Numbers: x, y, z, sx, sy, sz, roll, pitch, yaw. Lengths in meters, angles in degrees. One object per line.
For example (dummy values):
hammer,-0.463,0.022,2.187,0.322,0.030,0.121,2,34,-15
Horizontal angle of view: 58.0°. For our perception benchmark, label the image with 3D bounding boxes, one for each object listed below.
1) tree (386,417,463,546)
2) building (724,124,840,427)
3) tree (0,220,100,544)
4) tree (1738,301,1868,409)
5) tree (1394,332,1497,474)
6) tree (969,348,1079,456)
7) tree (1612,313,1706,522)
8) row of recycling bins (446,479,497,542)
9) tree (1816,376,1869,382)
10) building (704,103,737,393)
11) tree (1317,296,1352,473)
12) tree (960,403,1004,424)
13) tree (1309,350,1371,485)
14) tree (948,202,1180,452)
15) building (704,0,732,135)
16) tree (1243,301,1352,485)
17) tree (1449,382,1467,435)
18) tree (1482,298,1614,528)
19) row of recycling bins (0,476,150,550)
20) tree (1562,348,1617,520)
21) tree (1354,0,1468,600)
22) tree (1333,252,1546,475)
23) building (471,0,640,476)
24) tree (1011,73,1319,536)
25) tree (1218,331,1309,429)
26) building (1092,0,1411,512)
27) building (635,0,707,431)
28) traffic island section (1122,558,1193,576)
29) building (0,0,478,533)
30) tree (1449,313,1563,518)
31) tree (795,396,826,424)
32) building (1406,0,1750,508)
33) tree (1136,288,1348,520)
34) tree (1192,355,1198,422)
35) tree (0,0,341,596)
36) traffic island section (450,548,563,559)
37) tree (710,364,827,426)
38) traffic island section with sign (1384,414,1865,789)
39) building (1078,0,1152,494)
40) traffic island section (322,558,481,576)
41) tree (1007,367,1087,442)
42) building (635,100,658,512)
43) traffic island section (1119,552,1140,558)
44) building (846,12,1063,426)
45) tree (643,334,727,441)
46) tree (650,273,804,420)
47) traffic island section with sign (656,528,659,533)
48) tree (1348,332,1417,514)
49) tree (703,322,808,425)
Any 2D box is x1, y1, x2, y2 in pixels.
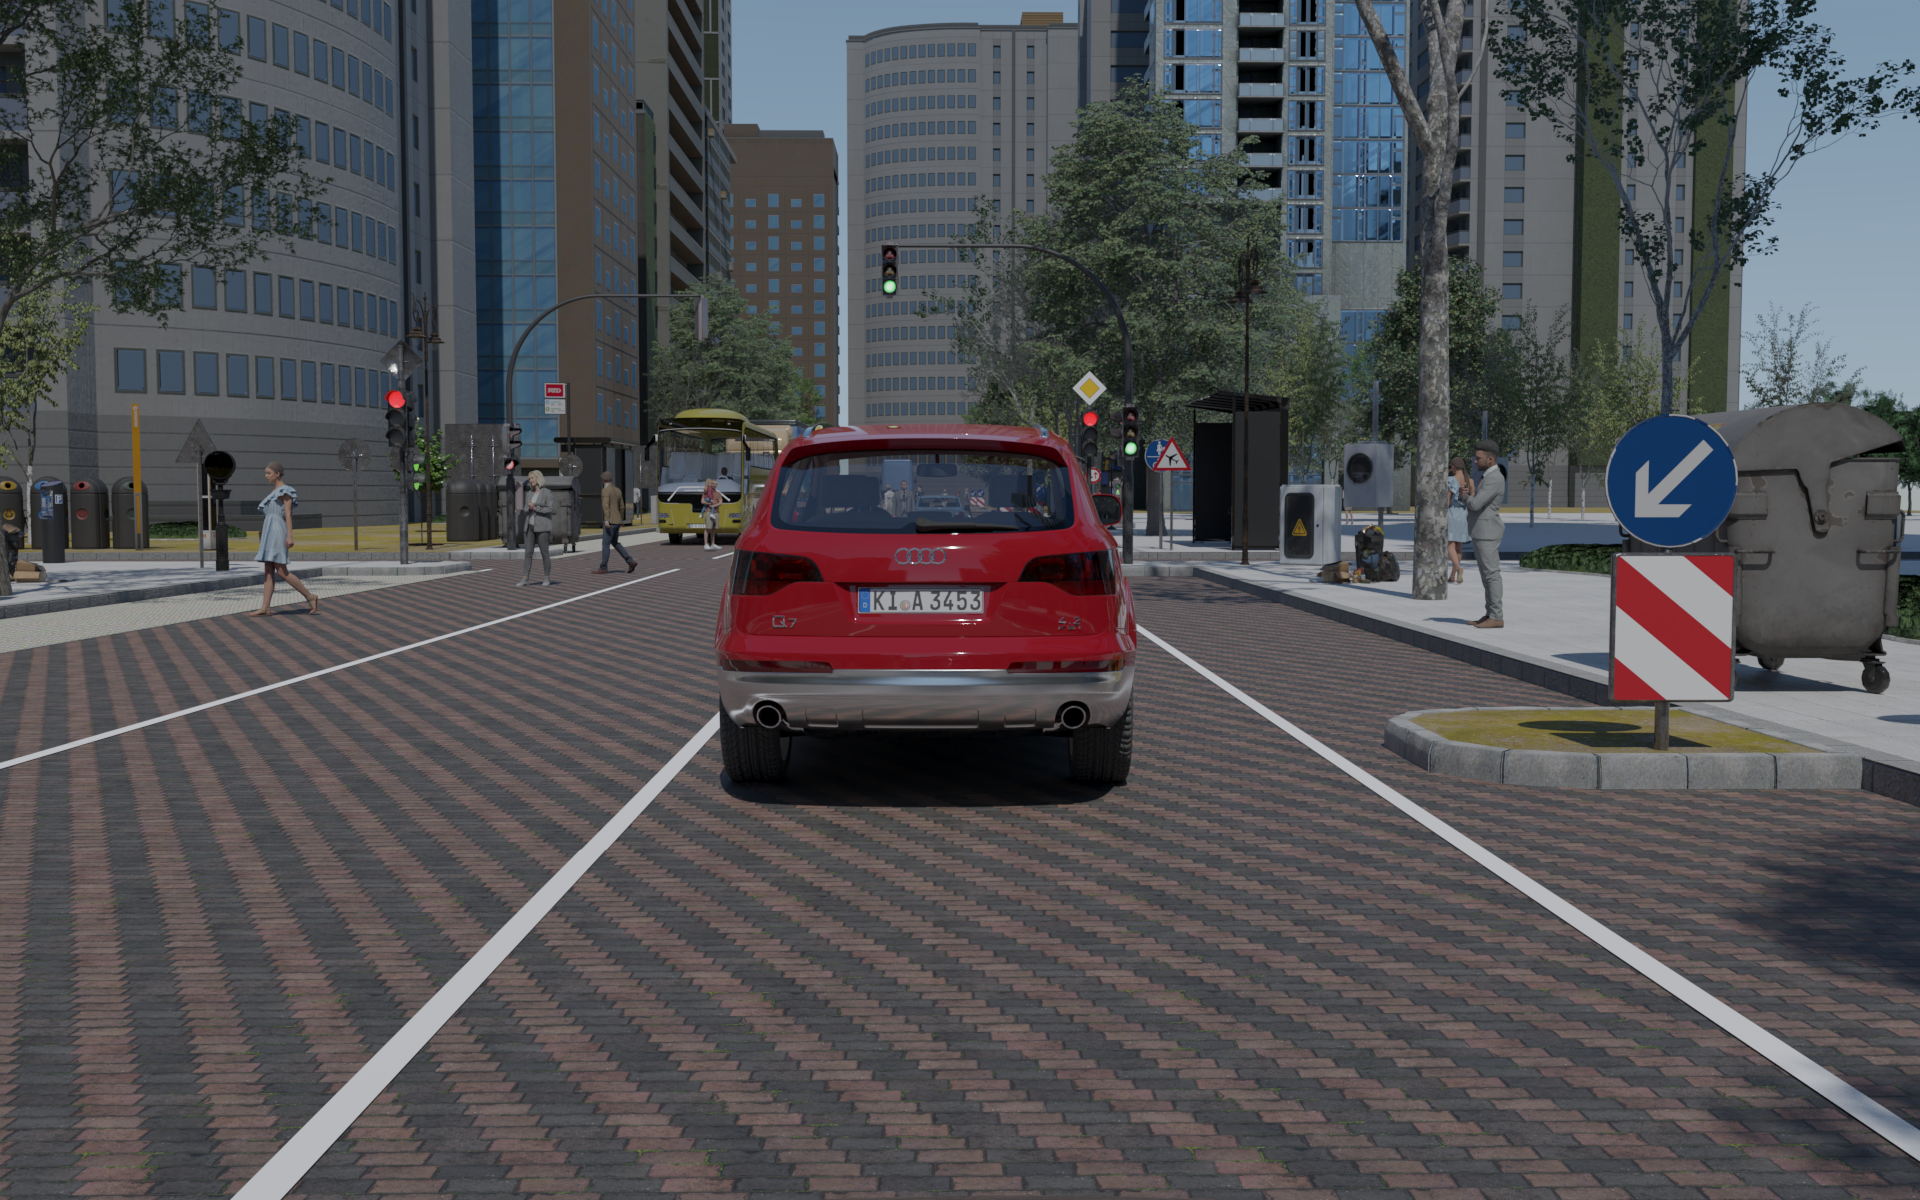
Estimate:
tree,-13.592,-2.979,43.316,1.663,3.219,1.824,0,3,0
building,-22.193,-34.409,212.703,14.200,45.320,14.600,0,4,-1
tree,-24.260,-5.762,44.570,4.737,8.622,4.395,0,3,0
tree,31.706,-7.064,65.857,4.360,8.622,3.978,0,3,0
tree,28.759,-11.195,101.163,7.486,12.596,7.792,0,3,0
tree,4.575,-13.074,130.772,9.611,12.733,9.660,0,3,0
tree,28.348,-7.413,71.570,4.737,8.622,4.395,0,3,0
row of recycling bins,-13.495,-2.505,48.063,1.069,1.692,3.534,0,4,-5
tree,45.188,-7.291,82.119,20.602,7.101,11.467,1,4,22
building,-34.208,-28.972,165.574,23.993,40.220,32.217,0,4,-1
tree,16.914,-11.578,95.951,9.857,13.997,8.962,0,3,0
tree,3.279,-15.585,180.566,9.928,11.665,9.643,0,3,0
tree,19.078,-8.420,88.034,4.360,8.622,3.978,0,3,0
tree,4.573,-9.937,72.834,12.009,13.543,11.850,0,3,0
building,-39.647,-47.527,215.321,20.611,71.187,20.563,0,4,-1
tree,13.124,-7.095,66.372,4.737,8.622,4.395,0,3,0
tree,25.806,-8.630,91.458,4.737,8.622,4.395,0,3,0
tree,22.123,-7.072,65.993,4.737,8.622,4.395,0,3,0
row of recycling bins,-20.765,-2.030,40.303,3.534,1.692,1.069,-1,4,-12
tree,31.009,-8.311,86.245,4.360,8.622,3.978,0,3,0
tree,4.340,-10.100,21.030,12.611,20.169,13.585,0,3,0
tree,22.130,-9.961,79.873,9.611,12.733,9.660,0,3,0
building,-26.555,-27.427,98.544,14.600,45.320,14.200,0,4,-1
tree,6.056,-8.952,53.019,9.857,13.997,8.962,0,3,0
tree,13.147,-7.787,77.682,4.360,8.622,3.978,0,3,0
building,23.221,-50.467,137.806,22.319,86.520,31.000,0,4,-1
building,-32.418,-31.487,138.515,21.300,48.544,21.600,0,4,-1
traffic island section,3.087,-0.581,31.774,2.009,0.180,2.903,0,4,-1
building,-33.809,-32.226,68.886,21.231,58.520,28.212,0,4,-1
tree,21.607,-7.375,70.941,4.360,8.622,3.978,0,3,0
tree,-14.652,-13.561,156.129,8.767,10.594,7.601,3,5,44
building,60.060,-38.546,172.221,28.212,58.520,21.231,0,4,-1
tree,11.864,-9.746,85.099,9.928,11.665,9.643,0,3,0
tree,17.453,-11.672,108.959,7.486,12.596,7.792,0,3,0
tree,-12.271,-5.345,21.810,8.767,10.594,7.601,-2,4,-33
traffic island section,-10.264,-1.058,39.580,2.009,0.180,2.903,0,4,-1
tree,-14.102,-12.782,134.743,9.928,11.665,9.643,0,3,0
traffic island section with sign,3.404,-0.044,9.352,1.989,1.847,2.006,0,4,-1
building,21.885,-38.300,168.196,21.231,58.520,28.212,0,4,-1
traffic island section,-10.153,-0.570,31.596,2.009,0.180,2.903,0,4,-1
tree,4.544,-8.264,85.475,4.737,8.622,4.395,0,3,0
building,-29.335,-21.381,121.287,14.160,30.474,14.107,0,4,-1
traffic island section,2.976,-1.069,39.759,2.009,0.180,2.903,0,4,-1
building,0.223,-41.210,215.789,28.212,58.520,21.231,0,4,-1
tree,-12.955,-7.978,80.795,4.360,8.622,3.978,0,3,0
tree,-13.345,-11.796,99.524,9.857,13.997,8.962,0,3,0
traffic island section with sign,-10.285,-3.450,65.041,1.989,1.847,2.006,0,4,-1
tree,27.427,-11.330,110.995,9.928,11.665,9.643,0,3,0
tree,-13.892,-12.030,114.815,7.486,12.596,7.792,0,3,0
